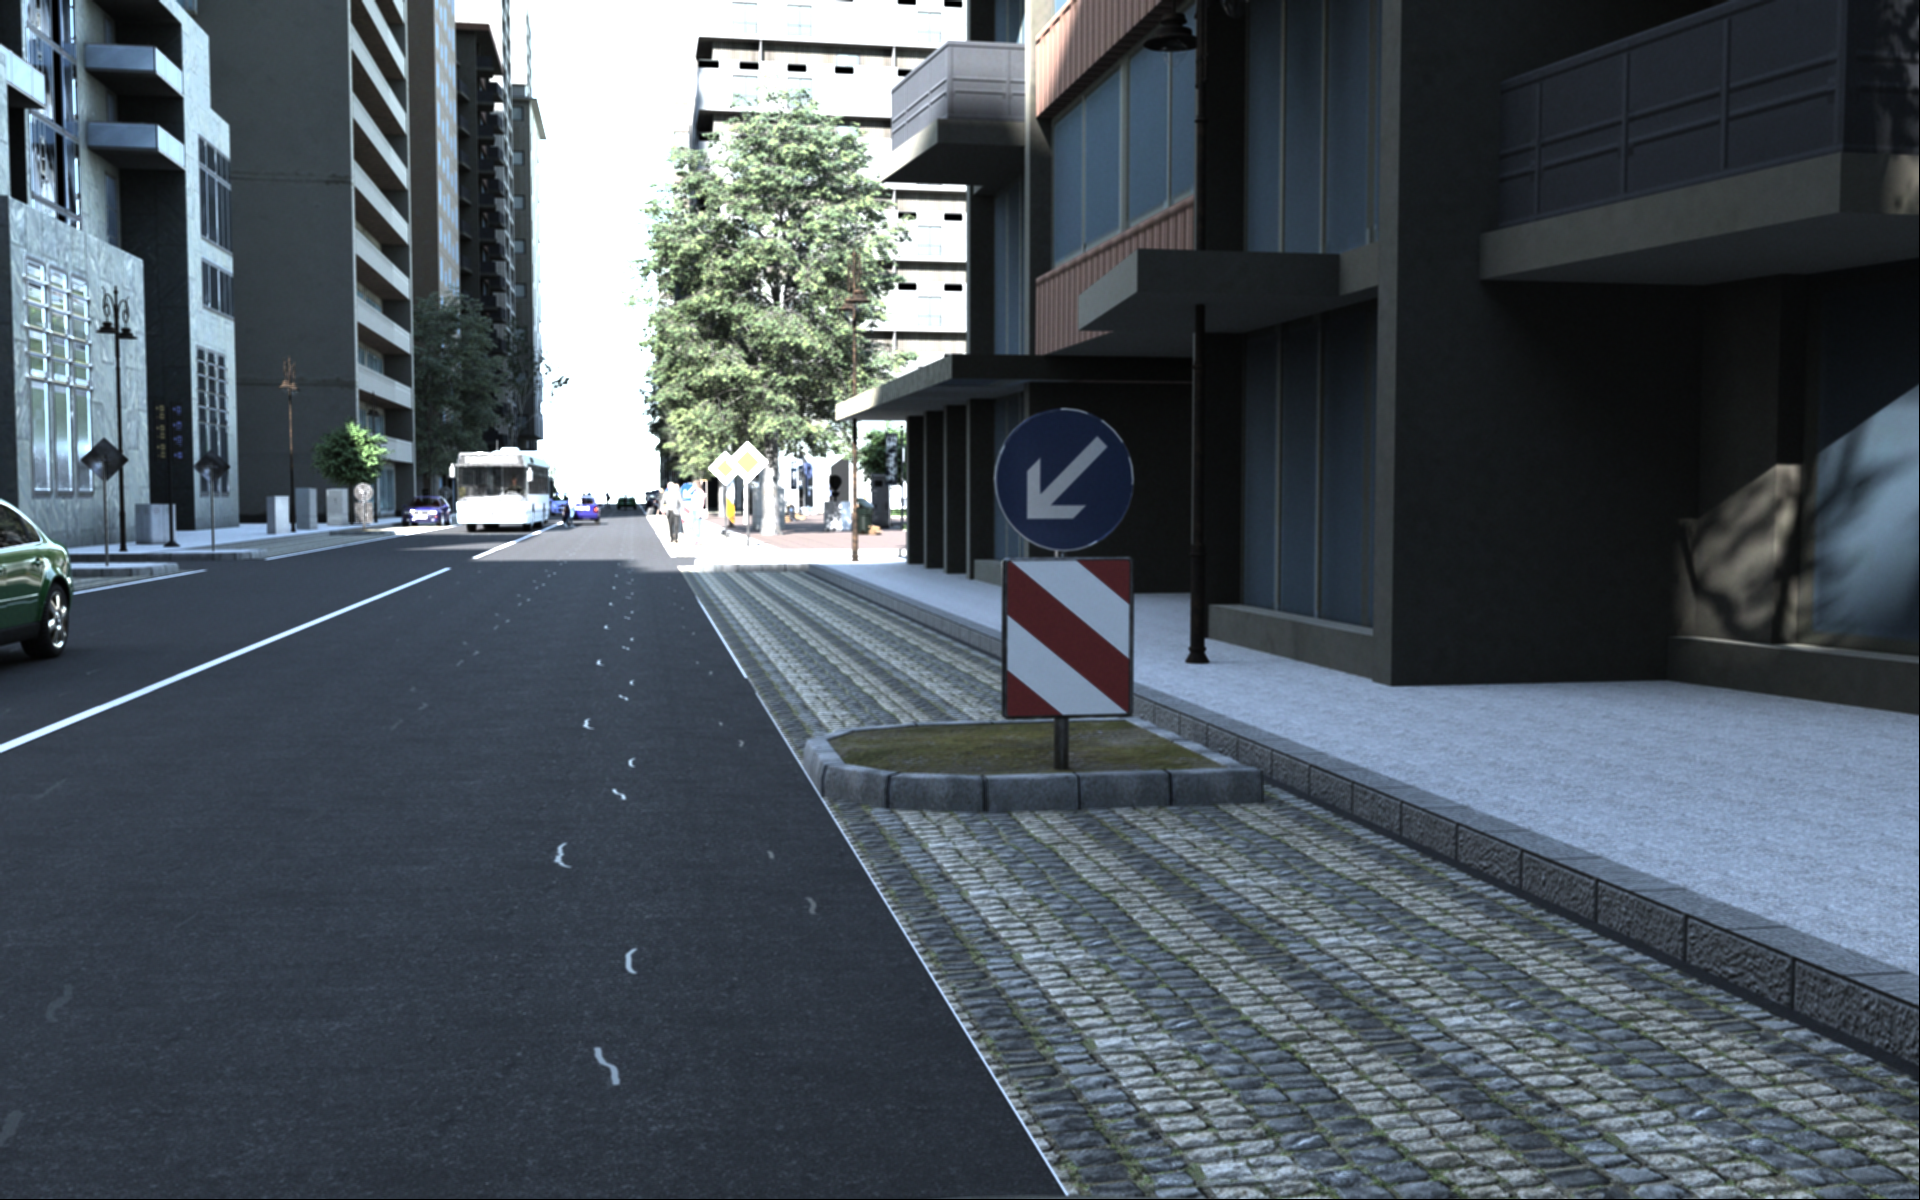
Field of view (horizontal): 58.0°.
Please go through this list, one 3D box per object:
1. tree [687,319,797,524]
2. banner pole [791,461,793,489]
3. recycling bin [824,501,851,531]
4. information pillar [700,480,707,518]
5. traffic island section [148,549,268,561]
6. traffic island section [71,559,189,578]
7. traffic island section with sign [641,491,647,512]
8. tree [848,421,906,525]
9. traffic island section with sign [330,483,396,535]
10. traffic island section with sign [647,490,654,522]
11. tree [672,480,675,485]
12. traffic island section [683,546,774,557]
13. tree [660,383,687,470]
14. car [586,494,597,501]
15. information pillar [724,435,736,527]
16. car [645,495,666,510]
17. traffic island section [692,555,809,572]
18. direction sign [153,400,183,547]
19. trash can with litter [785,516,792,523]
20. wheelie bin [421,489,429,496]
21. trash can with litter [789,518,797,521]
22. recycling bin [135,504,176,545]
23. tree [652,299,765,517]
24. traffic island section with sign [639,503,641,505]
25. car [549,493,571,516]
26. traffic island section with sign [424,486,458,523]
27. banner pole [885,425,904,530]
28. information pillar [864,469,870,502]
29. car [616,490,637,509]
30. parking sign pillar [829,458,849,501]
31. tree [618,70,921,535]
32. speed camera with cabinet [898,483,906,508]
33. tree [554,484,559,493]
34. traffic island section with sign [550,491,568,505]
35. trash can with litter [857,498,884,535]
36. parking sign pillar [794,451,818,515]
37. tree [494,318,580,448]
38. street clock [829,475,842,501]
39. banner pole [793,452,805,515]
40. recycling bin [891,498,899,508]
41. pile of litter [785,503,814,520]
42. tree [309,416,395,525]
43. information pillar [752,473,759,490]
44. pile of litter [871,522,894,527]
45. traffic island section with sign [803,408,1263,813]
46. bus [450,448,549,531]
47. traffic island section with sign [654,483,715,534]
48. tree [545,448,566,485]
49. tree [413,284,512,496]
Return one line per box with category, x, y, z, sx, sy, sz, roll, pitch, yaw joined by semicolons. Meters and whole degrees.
tree;-8.959;-7.564;74.037;4.360;8.622;3.978;0;3;0
banner pole;-10.944;-7.683;115.638;0.863;3.779;0.401;-2;4;-31
recycling bin;-4.242;-2.903;60.020;0.722;1.027;0.722;2;4;27
information pillar;-13.491;-5.299;91.124;0.304;2.012;0.304;-2;4;-24
traffic island section;-16.745;-1.010;38.799;2.009;0.180;2.903;-1;4;-11
traffic island section;-15.263;-0.530;30.952;2.009;0.180;2.903;-1;4;-11
traffic island section with sign;-24.401;-7.984;139.174;1.989;1.847;2.006;-1;4;-11
tree;-3.037;-5.496;73.575;4.285;4.588;4.351;0;3;0
traffic island section with sign;-20.879;-3.182;60.646;1.989;1.847;2.006;-1;4;-11
traffic island section with sign;-15.043;-4.952;89.599;1.989;1.847;2.006;-1;4;-11
tree;-32.494;-12.503;199.031;1.663;3.219;1.824;0;3;0
traffic island section;-5.501;-1.139;40.911;2.009;0.180;2.903;-1;4;-11
tree;-16.730;-9.731;109.467;4.360;8.622;3.978;0;3;0
car;-52.911;-14.505;247.381;2.015;1.641;3.980;-1;4;-12
information pillar;-8.894;-4.619;66.874;0.504;3.616;0.183;3;5;43
car;-26.926;-8.614;153.413;1.945;1.354;3.894;-1;4;-10
traffic island section;-4.019;-0.660;33.064;2.009;0.180;2.903;-1;4;-11
direction sign;-19.218;-3.066;42.119;0.379;3.537;0.876;1;4;19
trash can with litter;-8.109;-4.068;77.893;1.055;1.170;0.624;-3;5;-41
wheelie bin;-33.906;-6.271;110.431;0.980;1.594;0.693;-1;4;-14
trash can with litter;-8.735;-4.481;84.318;1.678;1.210;2.233;-2;4;-35
recycling bin;-20.647;-1.951;44.456;0.722;1.027;0.722;2;4;34
tree;-13.497;-11.006;98.070;7.486;12.596;7.792;0;3;0
traffic island section with sign;-29.413;-9.604;165.661;1.989;1.847;2.006;-1;4;-11
car;-26.754;-6.568;116.984;1.945;1.707;3.694;-1;4;-12
traffic island section with sign;-25.977;-4.827;87.547;1.989;1.847;2.006;-1;4;-11
banner pole;-2.316;-4.437;62.568;0.863;3.779;0.401;-1;4;-22
information pillar;-4.994;-6.215;92.965;0.183;3.616;0.504;-3;4;-39
car;-31.530;-9.486;163.887;1.959;1.807;4.718;-1;4;-10
parking sign pillar;-7.927;-7.656;113.649;1.447;3.967;1.447;-2;4;-29
tree;-5.930;-9.025;54.206;9.857;13.997;8.962;0;3;0
speed camera with cabinet;-3.477;-6.844;106.236;0.660;3.252;2.038;0;4;-1
tree;-62.460;-16.567;265.467;1.663;3.219;1.824;0;3;0
traffic island section with sign;-50.641;-12.811;218.091;1.989;1.847;2.006;-1;4;-11
trash can with litter;-2.842;-2.658;54.845;1.055;1.170;0.624;3;5;44
parking sign pillar;-9.474;-7.226;106.615;1.447;3.967;1.447;1;4;18
tree;-46.644;-20.067;183.979;12.611;20.169;13.585;0;3;0
street clock;-4.783;-3.784;66.443;0.471;2.002;0.358;0;4;3
banner pole;-9.489;-6.970;103.975;0.401;3.779;0.863;-3;4;-38
recycling bin;-4.352;-6.024;111.048;0.722;1.027;0.722;2;4;24
pile of litter;-8.335;-4.520;87.867;1.176;0.858;1.719;1;4;13
tree;-25.259;-5.403;72.054;4.285;4.588;4.351;0;3;0
information pillar;-13.505;-7.524;114.365;0.504;3.616;0.183;0;4;0
pile of litter;-3.223;-3.354;68.795;1.719;0.858;1.176;3;4;38
traffic island section with sign;0.240;-0.006;8.726;1.989;1.847;2.006;-1;4;-11
bus;-18.250;-4.569;69.562;2.948;3.499;13.247;-1;4;-10
traffic island section with sign;-9.831;-3.267;62.038;1.989;1.847;2.006;-1;4;-11
tree;-63.332;-19.531;269.699;4.360;8.622;3.978;0;3;0
tree;-32.462;-12.204;106.184;9.857;13.997;8.962;0;3;0
